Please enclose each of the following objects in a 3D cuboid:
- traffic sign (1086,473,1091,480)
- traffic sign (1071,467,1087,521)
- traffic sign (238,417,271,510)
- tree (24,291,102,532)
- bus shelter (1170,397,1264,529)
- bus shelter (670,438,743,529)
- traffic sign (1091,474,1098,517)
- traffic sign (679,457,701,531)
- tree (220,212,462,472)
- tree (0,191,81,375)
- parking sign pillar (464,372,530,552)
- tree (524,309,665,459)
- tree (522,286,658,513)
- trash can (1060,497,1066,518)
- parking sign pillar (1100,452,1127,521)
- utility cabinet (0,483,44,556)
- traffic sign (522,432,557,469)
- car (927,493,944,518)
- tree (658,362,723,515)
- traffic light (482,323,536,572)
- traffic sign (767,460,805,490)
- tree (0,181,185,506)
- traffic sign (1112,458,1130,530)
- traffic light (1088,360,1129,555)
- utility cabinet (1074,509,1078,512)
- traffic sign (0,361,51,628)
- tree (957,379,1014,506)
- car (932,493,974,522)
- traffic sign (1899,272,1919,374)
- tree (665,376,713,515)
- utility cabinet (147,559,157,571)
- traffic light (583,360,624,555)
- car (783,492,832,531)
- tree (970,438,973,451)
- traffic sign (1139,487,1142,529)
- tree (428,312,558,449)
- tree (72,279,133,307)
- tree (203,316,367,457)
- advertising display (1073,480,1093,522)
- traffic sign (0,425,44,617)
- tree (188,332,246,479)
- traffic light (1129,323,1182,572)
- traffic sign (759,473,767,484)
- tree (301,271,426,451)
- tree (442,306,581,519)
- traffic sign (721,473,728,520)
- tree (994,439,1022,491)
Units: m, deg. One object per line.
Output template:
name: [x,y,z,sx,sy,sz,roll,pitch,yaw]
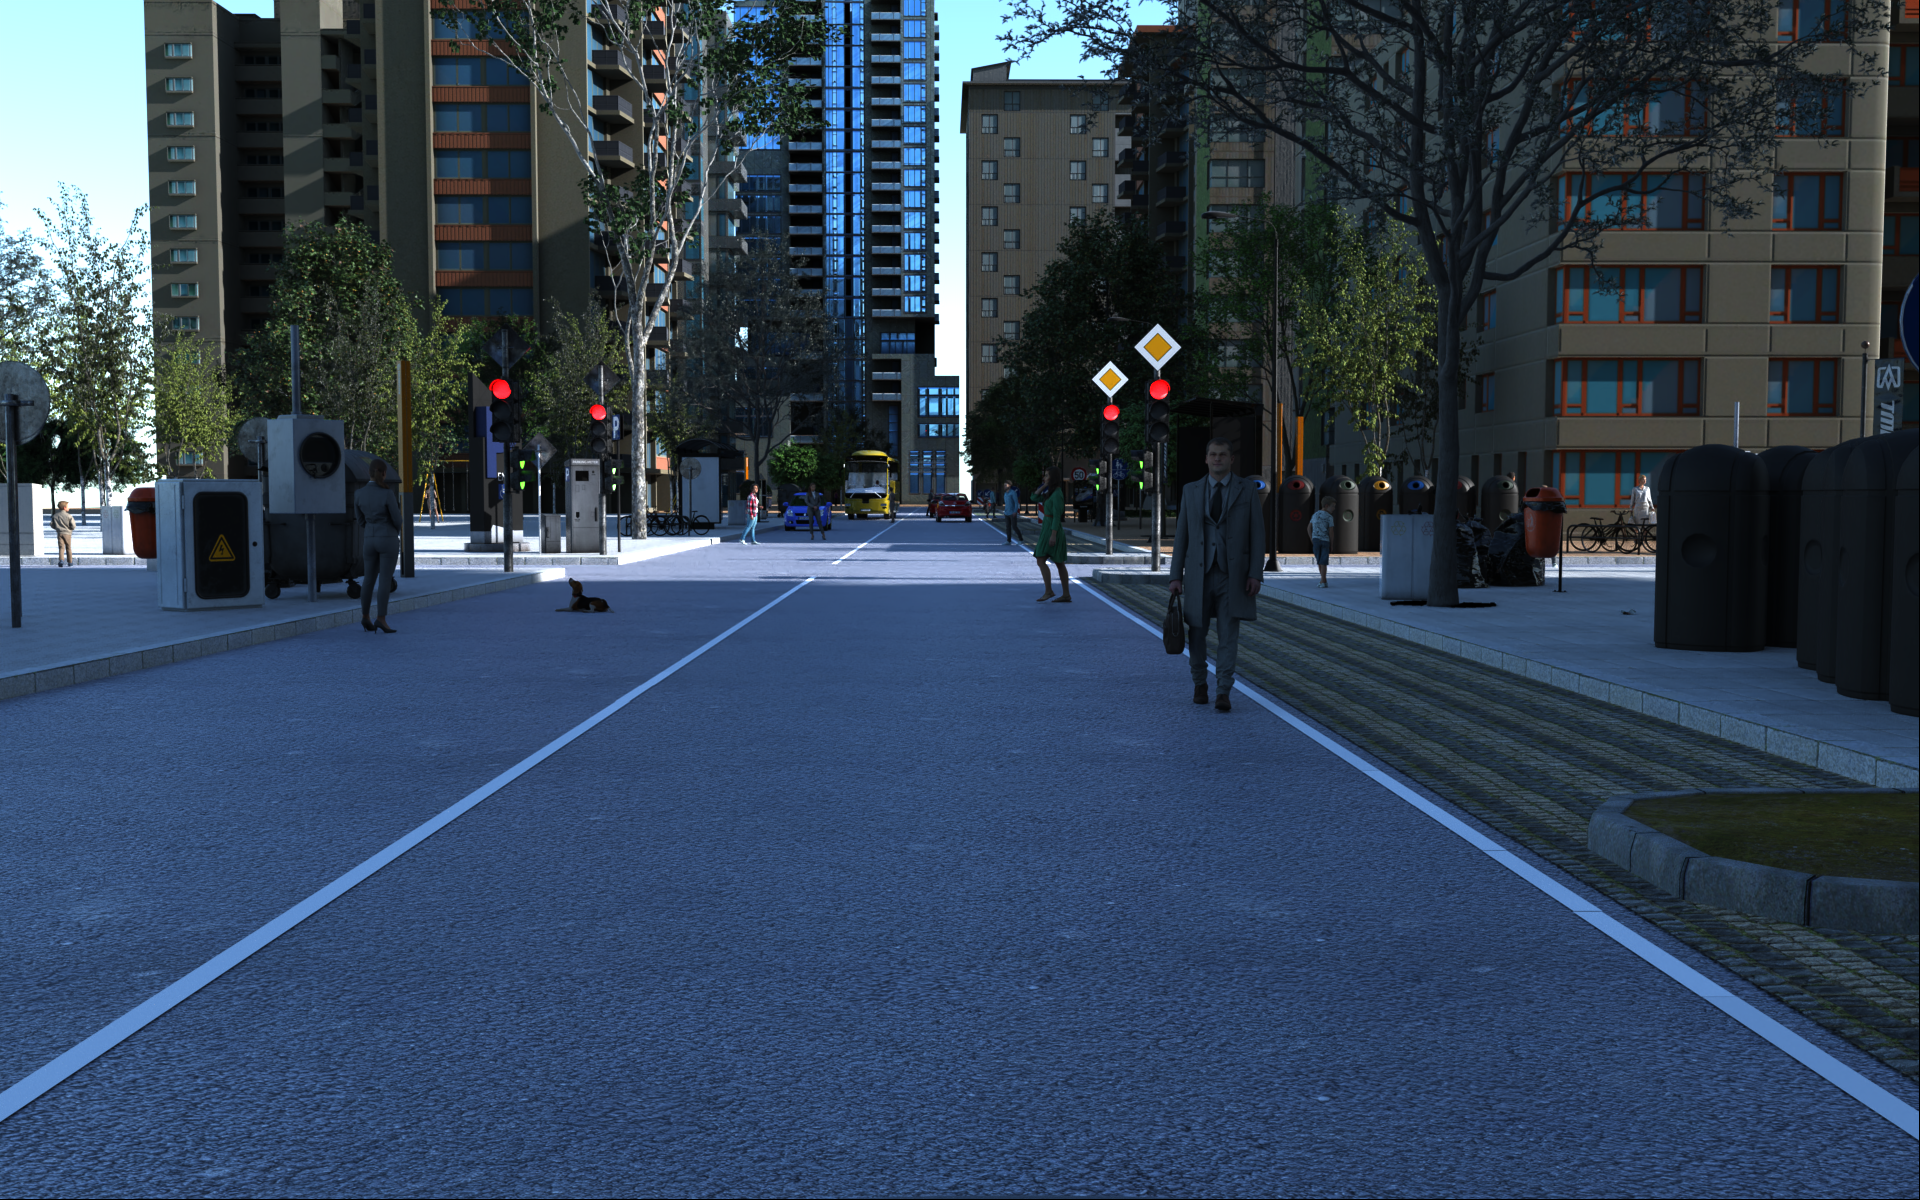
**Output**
traffic sign: [7.969,-6.482,105.706,0.795,2.593,0.064,0,4,4]
traffic sign: [5.570,-4.954,81.112,0.768,2.556,0.104,0,4,5]
traffic sign: [-11.541,-1.743,28.602,0.768,2.556,0.104,0,4,0]
tree: [-35.124,-6.921,63.524,4.737,8.622,4.395,0,3,0]
bus shelter: [6.526,-3.284,44.975,1.731,3.624,6.357,0,4,-1]
bus shelter: [-9.493,-4.370,65.366,2.014,3.302,5.546,0,4,-1]
traffic sign: [6.761,-5.092,85.385,0.606,2.300,0.079,0,4,3]
traffic sign: [-9.356,-3.669,60.095,0.768,2.556,0.104,0,4,4]
tree: [-25.301,-9.398,70.673,9.611,12.733,9.660,0,3,0]
tree: [-30.484,-8.499,49.334,12.009,13.543,11.850,0,3,0]
parking sign pillar: [-10.416,-3.083,38.880,1.447,3.967,1.447,2,4,26]
tree: [-14.674,-7.205,68.171,4.737,8.622,4.395,0,3,0]
tree: [-13.528,-6.833,62.075,4.360,8.622,3.978,0,3,0]
trash can: [5.099,-4.729,88.971,0.748,1.137,0.748,0,3,0]
parking sign pillar: [7.403,-5.842,83.981,1.447,3.967,1.447,-3,4,-37]
utility cabinet: [-19.538,-1.655,35.741,1.173,1.500,0.318,1,4,10]
traffic sign: [-8.911,-2.259,36.675,0.795,2.593,0.064,1,4,9]
car: [-0.965,-5.957,106.443,2.155,1.783,4.494,0,4,0]
tree: [-15.579,-8.929,96.346,4.360,8.622,3.978,0,3,0]
traffic light: [-7.432,-2.419,28.470,0.839,4.253,0.868,0,4,-1]
traffic sign: [-10.373,-6.698,103.387,2.265,3.308,0.079,0,4,3]
tree: [-20.260,-5.535,40.857,4.360,8.622,3.978,0,3,0]
traffic sign: [5.688,-3.785,61.986,0.768,2.556,0.104,0,4,7]
traffic light: [3.142,-2.915,36.586,0.839,4.253,0.868,0,4,-1]
utility cabinet: [7.577,-6.053,107.652,0.318,1.500,1.173,-3,4,-39]
traffic sign: [-9.079,-1.008,16.588,0.768,2.556,0.104,0,4,4]
tree: [4.219,-17.112,186.436,9.857,13.997,8.962,0,3,0]
car: [-0.341,-4.914,89.391,2.155,1.783,4.494,0,4,-2]
traffic sign: [5.207,-0.541,8.959,0.768,2.556,0.104,0,4,4]
tree: [-17.106,-9.372,103.586,4.737,8.622,4.395,0,3,0]
utility cabinet: [-13.223,-1.084,28.884,1.020,1.237,0.306,3,5,43]
traffic light: [-7.519,-2.907,36.454,0.839,4.253,0.868,0,4,-1]
car: [-6.002,-3.605,68.539,1.945,1.707,3.694,0,4,-1]
tree: [4.235,-12.082,131.948,7.601,10.594,8.767,-1,4,-15]
traffic sign: [6.589,-3.855,63.142,0.768,2.556,0.104,0,4,6]
tree: [-26.866,-10.636,99.651,9.928,11.665,9.643,0,3,0]
tree: [-29.303,-6.638,58.890,4.737,8.622,4.395,0,3,0]
tree: [-34.116,-9.457,89.029,7.601,10.594,8.767,1,4,15]
advertising display: [5.582,-4.479,78.452,0.974,1.923,0.123,-1,4,-22]
traffic sign: [-9.859,-1.097,18.041,0.768,2.556,0.104,1,4,9]
tree: [-34.547,-7.708,76.382,4.737,8.622,4.395,0,3,0]
traffic light: [3.229,-2.427,28.601,0.839,4.253,0.868,0,4,-1]
traffic sign: [-12.257,-6.524,106.667,0.884,2.594,0.081,0,4,5]
tree: [-20.081,-6.579,57.933,4.360,8.622,3.978,0,3,0]
tree: [-22.442,-9.326,86.894,7.601,10.594,8.767,-3,5,-41]
traffic sign: [-11.694,-5.072,85.055,0.606,2.300,0.079,0,4,4]
tree: [4.384,-12.530,155.220,4.360,8.622,3.978,0,3,0]
